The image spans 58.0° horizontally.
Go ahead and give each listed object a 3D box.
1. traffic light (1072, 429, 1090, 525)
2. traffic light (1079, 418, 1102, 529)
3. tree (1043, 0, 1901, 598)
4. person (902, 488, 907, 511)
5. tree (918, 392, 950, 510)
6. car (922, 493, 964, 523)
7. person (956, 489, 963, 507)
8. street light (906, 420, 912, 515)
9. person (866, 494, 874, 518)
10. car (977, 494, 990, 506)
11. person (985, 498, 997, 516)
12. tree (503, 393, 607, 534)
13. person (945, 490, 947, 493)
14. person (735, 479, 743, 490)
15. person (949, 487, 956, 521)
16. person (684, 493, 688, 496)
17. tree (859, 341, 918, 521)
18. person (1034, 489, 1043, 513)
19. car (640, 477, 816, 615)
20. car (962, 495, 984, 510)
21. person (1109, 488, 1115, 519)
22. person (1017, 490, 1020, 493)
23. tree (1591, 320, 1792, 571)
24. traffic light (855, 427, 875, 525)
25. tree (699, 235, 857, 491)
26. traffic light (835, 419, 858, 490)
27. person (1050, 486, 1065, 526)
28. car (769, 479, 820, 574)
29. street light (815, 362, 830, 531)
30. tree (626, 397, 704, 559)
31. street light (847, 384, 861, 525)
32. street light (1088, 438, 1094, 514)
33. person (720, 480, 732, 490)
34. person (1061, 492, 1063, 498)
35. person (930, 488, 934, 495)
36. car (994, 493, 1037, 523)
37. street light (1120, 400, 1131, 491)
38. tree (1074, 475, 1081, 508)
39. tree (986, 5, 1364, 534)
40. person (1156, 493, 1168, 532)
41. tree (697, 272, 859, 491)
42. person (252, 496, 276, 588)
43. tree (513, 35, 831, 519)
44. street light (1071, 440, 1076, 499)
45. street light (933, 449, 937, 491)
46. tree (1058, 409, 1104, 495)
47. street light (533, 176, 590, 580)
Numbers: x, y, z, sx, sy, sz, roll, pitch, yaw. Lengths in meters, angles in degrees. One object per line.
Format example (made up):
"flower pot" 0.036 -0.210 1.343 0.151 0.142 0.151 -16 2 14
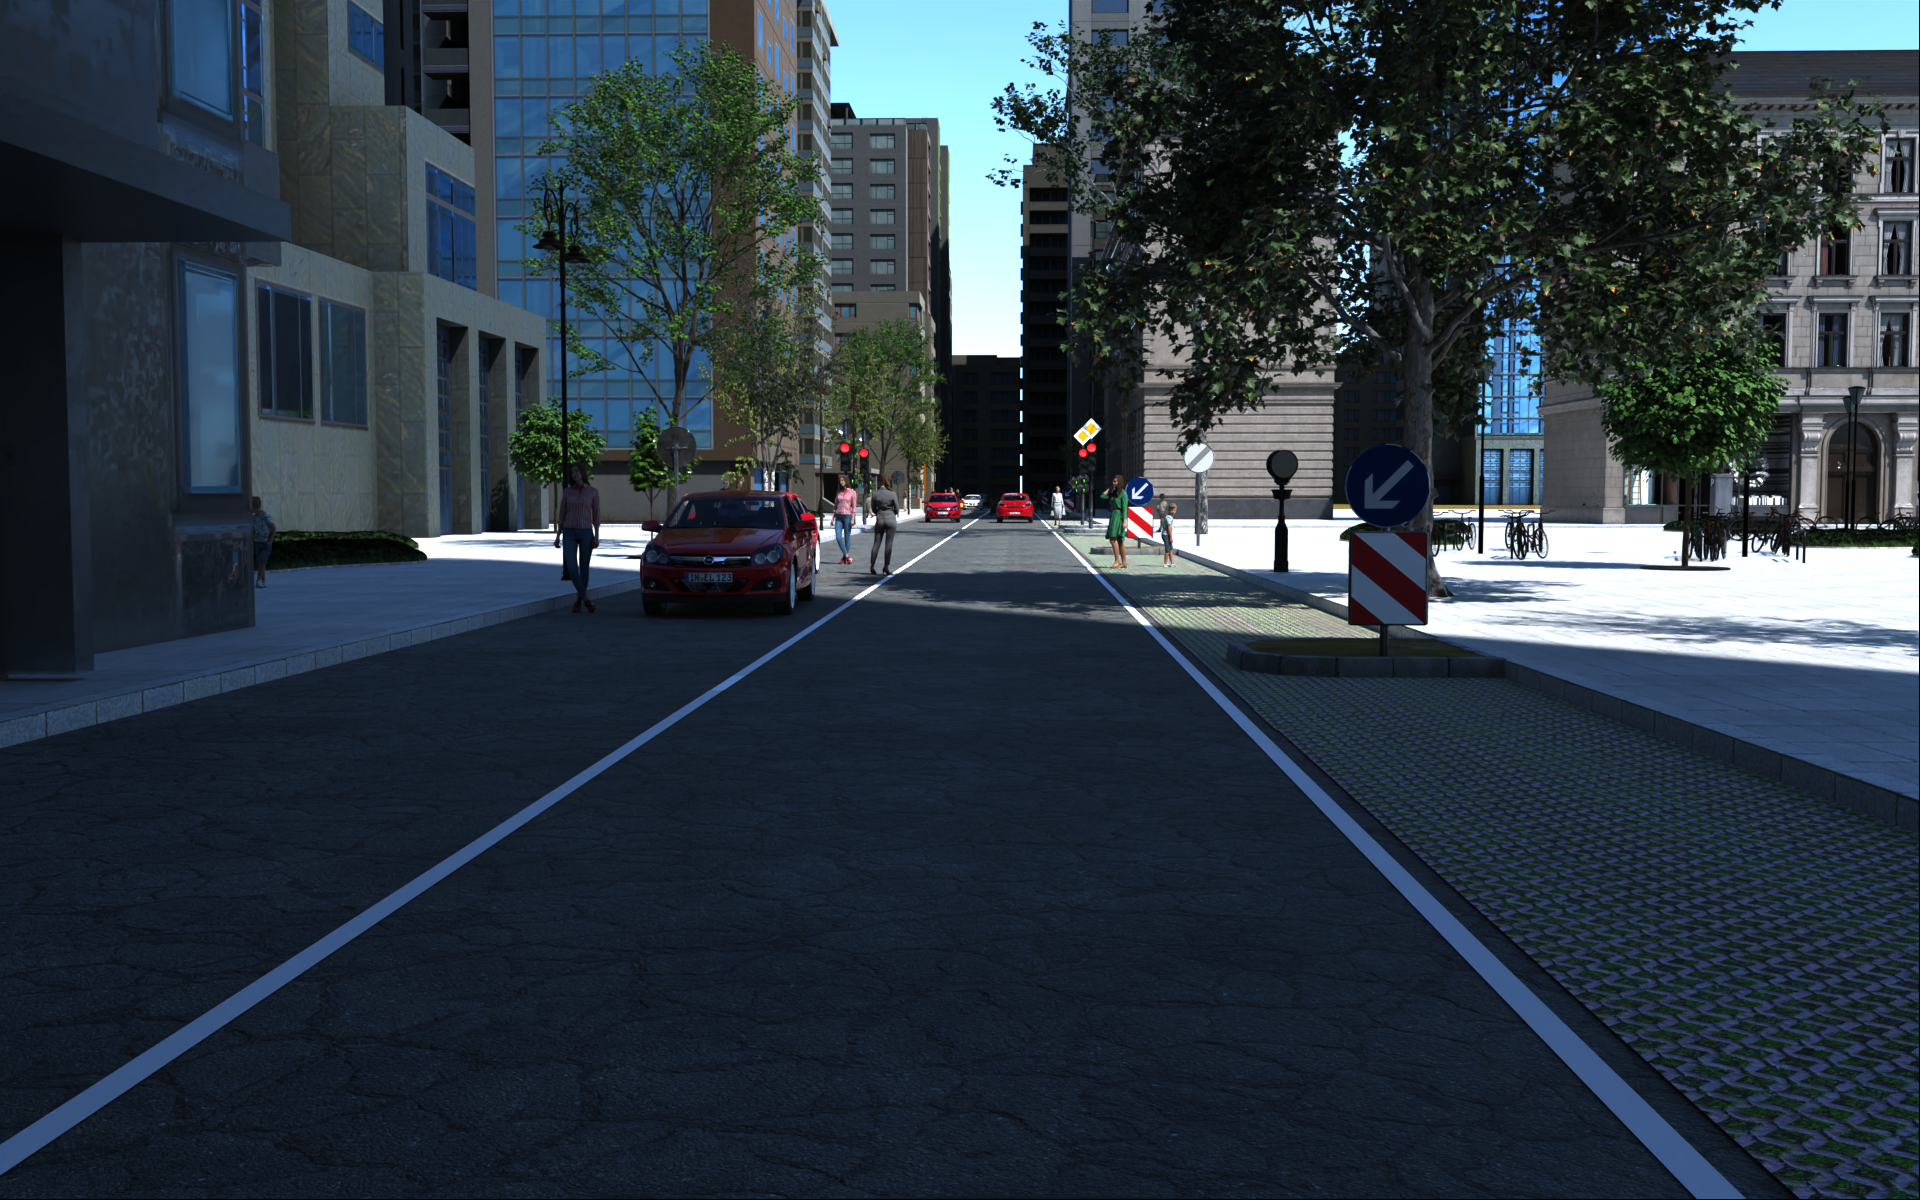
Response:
"traffic light" 5.087 -5.086 72.076 0.839 4.253 0.868 0 4 2
"traffic light" 4.830 -4.598 64.095 0.839 4.253 0.868 0 4 2
"tree" 5.833 -6.391 21.505 9.611 12.733 9.660 0 3 0
"person" -4.108 -7.457 128.512 0.362 1.759 0.519 0 4 -6
"tree" -3.323 -10.540 122.684 4.737 8.622 4.395 0 3 0
"car" -0.870 -4.854 88.400 2.155 1.783 4.494 0 3 0
"person" -0.379 -7.665 134.037 0.699 1.804 1.509 -2 4 -31
"street light" -3.217 -8.290 108.335 0.468 5.910 1.993 0 4 2
"person" -4.903 -5.058 93.019 0.640 1.303 0.475 2 4 27
"car" 2.567 -11.742 200.775 1.959 1.807 4.718 0 4 2
"person" 2.209 -6.099 113.713 1.012 1.151 0.738 1 4 20
"tree" -13.227 -4.458 56.598 4.285 4.588 4.351 0 3 0
"person" -1.560 -10.755 182.445 0.434 1.755 0.990 0 4 -2
"person" -6.789 -2.827 53.011 0.760 1.731 0.466 -2 4 -34
"person" -0.371 -5.136 92.660 0.592 1.802 0.473 -2 4 -31
"person" -9.936 -3.213 62.845 0.640 1.303 0.475 2 4 33
"tree" -4.828 -8.079 82.457 4.737 8.622 4.395 0 3 0
"person" 6.026 -7.432 130.407 0.834 1.777 0.661 0 4 6
"car" -2.860 -0.787 21.901 2.155 1.783 4.494 0 4 0
"car" 1.181 -8.890 157.719 2.083 1.381 4.827 0 4 1
"person" 7.891 -5.014 87.878 0.748 1.841 0.638 0 4 -4
"person" 6.076 -10.413 178.387 1.348 1.869 0.705 2 4 33
"tree" 12.323 -2.797 29.444 4.285 4.588 4.351 0 3 0
"traffic light" -3.970 -5.103 72.350 0.839 4.253 0.868 0 4 2
"tree" -5.340 -6.066 49.538 4.360 8.622 3.978 0 3 0
"traffic light" -4.227 -4.615 64.369 0.839 4.253 0.868 0 4 2
"person" 4.430 -4.238 78.148 0.694 1.780 0.624 1 4 10
"car" -3.490 -1.258 29.616 2.155 1.783 4.494 0 4 3
"street light" -4.882 -5.386 60.846 0.468 5.910 1.993 0 4 2
"tree" -6.198 -2.442 34.521 1.663 3.219 1.824 0 3 0
"street light" -4.450 -6.105 72.610 0.468 5.910 1.993 0 4 2
"street light" 8.309 -8.454 111.012 0.468 5.910 1.993 0 4 2
"person" -8.185 -3.300 60.421 0.576 1.772 0.534 -1 4 -23
"person" 10.229 -10.509 177.741 0.709 1.838 0.599 -1 4 -9
"person" -2.171 -8.144 139.744 0.362 1.759 0.519 -1 4 -20
"car" 2.784 -4.776 87.132 2.155 1.783 4.494 0 4 3
"street light" 7.235 -6.316 76.055 0.468 5.910 1.993 0 4 2
"tree" 10.660 -10.064 159.141 1.663 3.219 1.824 0 3 0
"tree" 6.575 -12.109 53.874 12.611 20.169 13.585 0 3 0
"person" 6.762 -2.918 58.020 0.475 1.303 0.640 -3 5 -40
"tree" -6.270 -6.495 56.555 4.737 8.622 4.395 0 3 0
"person" -9.597 -0.800 23.800 0.352 1.250 0.332 -2 4 -35
"tree" -6.525 -6.974 39.780 9.928 11.665 9.643 0 3 0
"street light" 9.597 -10.612 146.290 0.468 5.910 1.993 0 4 2
"street light" -2.116 -10.428 143.284 0.468 5.910 1.993 0 4 2
"tree" 10.419 -12.214 150.067 4.737 8.622 4.395 0 3 0
"street light" -5.858 -3.232 25.624 0.468 5.910 1.993 0 4 2
